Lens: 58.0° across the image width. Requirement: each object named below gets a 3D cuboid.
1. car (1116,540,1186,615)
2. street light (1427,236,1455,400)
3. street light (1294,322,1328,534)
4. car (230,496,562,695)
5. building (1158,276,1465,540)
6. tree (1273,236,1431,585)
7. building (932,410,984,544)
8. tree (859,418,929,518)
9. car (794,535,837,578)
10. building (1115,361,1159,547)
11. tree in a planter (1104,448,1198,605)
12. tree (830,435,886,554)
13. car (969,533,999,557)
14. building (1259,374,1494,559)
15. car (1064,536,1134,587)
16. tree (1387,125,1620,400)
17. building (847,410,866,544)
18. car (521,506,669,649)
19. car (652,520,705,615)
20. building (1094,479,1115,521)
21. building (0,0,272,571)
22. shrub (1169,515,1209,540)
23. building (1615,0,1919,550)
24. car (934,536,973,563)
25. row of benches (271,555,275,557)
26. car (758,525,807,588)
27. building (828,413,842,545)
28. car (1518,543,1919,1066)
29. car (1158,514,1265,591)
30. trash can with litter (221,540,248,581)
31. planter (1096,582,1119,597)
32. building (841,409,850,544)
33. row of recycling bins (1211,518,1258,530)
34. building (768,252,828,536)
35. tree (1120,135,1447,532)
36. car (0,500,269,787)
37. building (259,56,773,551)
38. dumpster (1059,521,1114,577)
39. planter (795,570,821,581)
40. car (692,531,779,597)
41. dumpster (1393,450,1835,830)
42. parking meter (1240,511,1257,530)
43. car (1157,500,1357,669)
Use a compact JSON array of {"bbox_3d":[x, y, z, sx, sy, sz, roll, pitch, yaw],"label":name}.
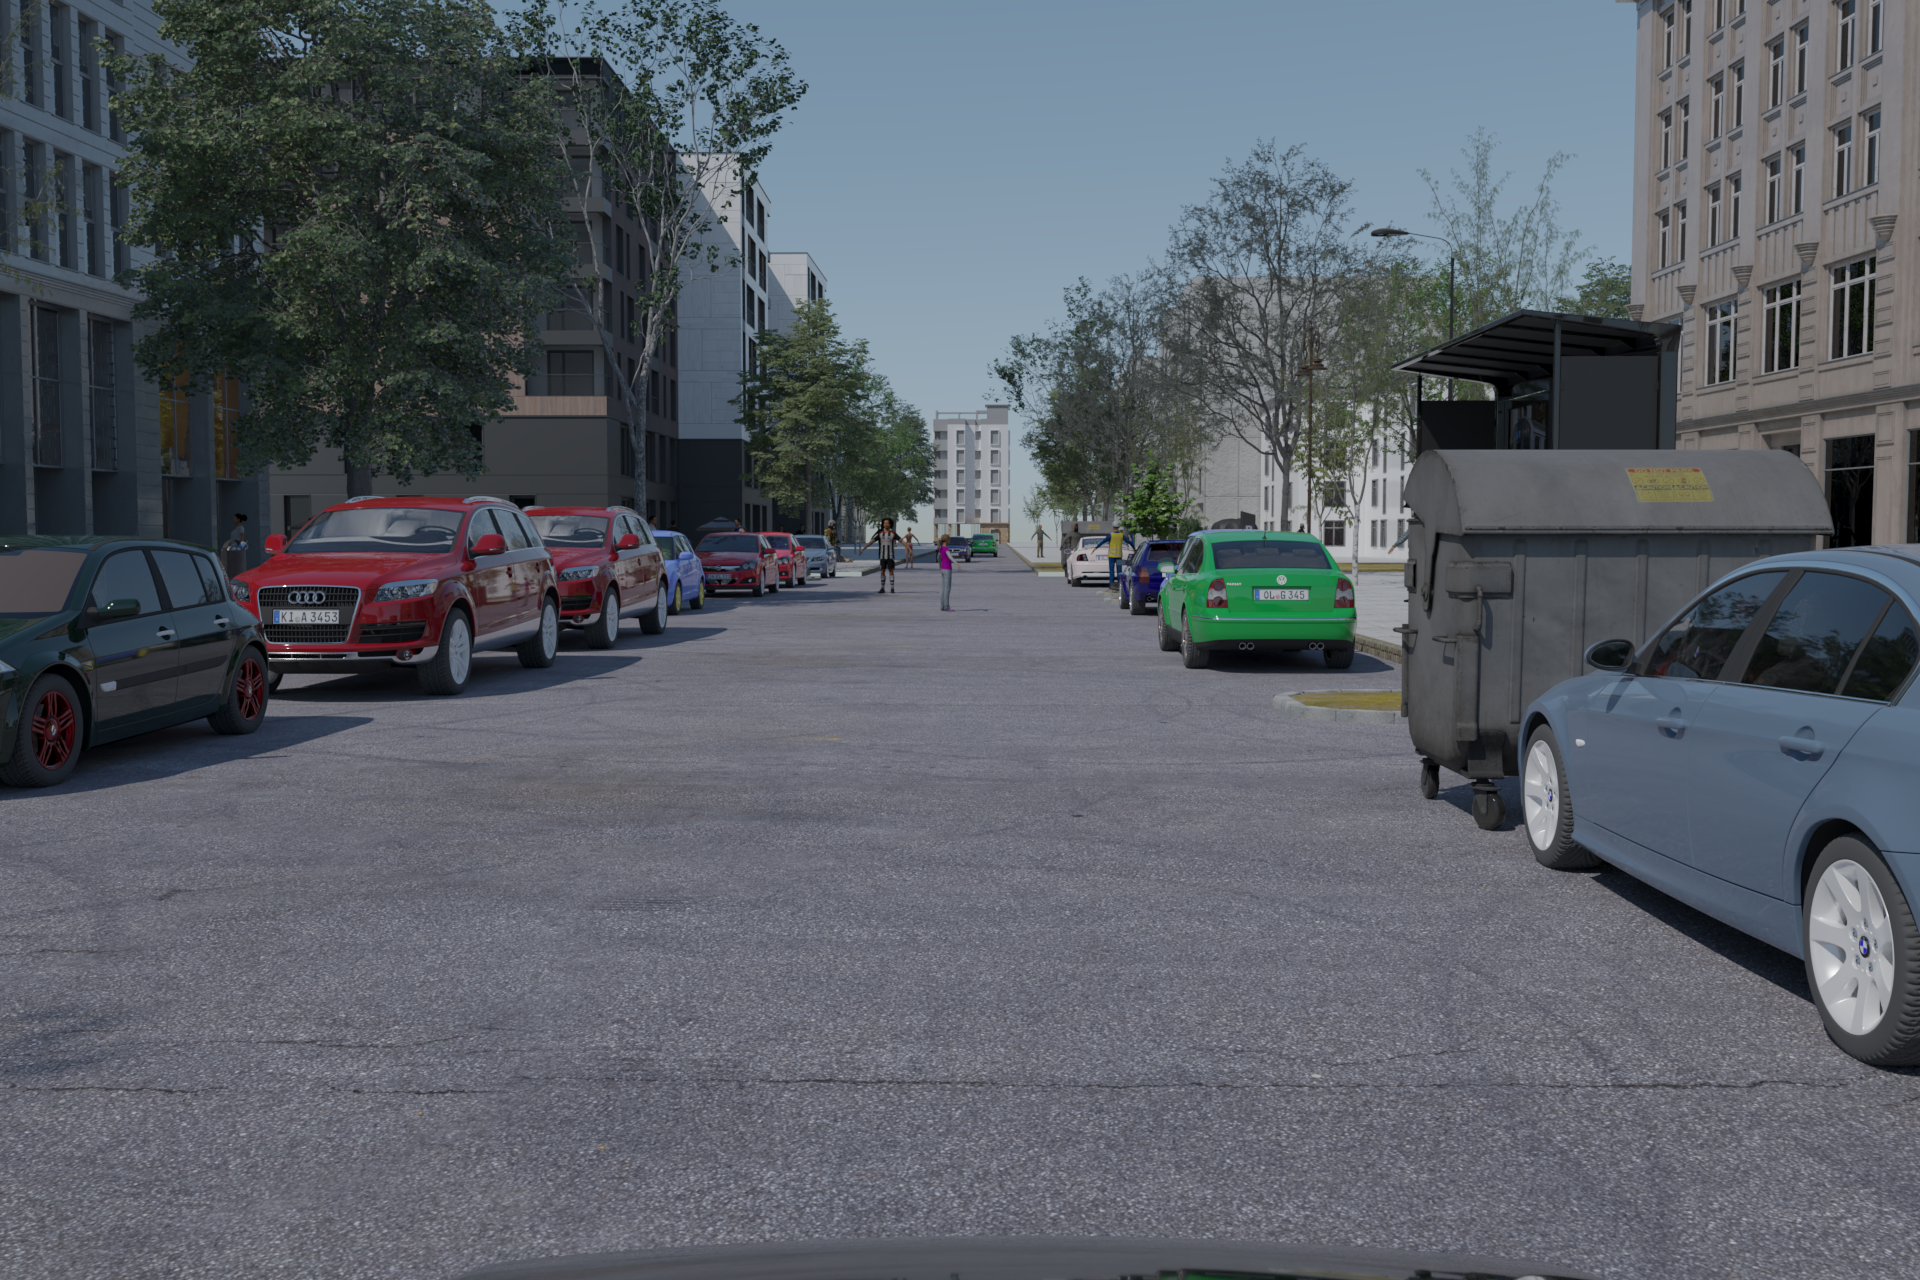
[{"bbox_3d":[3.883,-1.179,31.849,1.945,1.354,3.894,0,4,1],"label":"car"},{"bbox_3d":[8.017,-3.295,26.418,1.470,5.913,1.316,0,4,1],"label":"street light"},{"bbox_3d":[7.669,-3.986,37.963,0.468,5.910,1.993,0,4,1],"label":"street light"},{"bbox_3d":[-5.423,-0.514,17.083,2.281,1.827,5.304,0,4,1],"label":"car"},{"bbox_3d":[24.524,-15.976,127.668,16.747,18.905,31.486,0,4,1],"label":"building"},{"bbox_3d":[9.838,-5.656,42.831,4.360,8.622,3.978,0,3,0],"label":"tree"},{"bbox_3d":[-3.777,-24.358,257.126,11.380,20.090,16.016,1,4,11],"label":"building"},{"bbox_3d":[-6.324,-14.020,154.987,9.928,11.665,9.643,0,3,0],"label":"tree"},{"bbox_3d":[-5.097,-2.778,57.427,2.014,1.417,4.499,0,4,1],"label":"car"},{"bbox_3d":[25.673,-19.289,181.839,16.747,18.905,31.486,0,4,1],"label":"building"},{"bbox_3d":[4.016,-2.374,36.034,1.991,3.239,1.994,0,4,2],"label":"tree in a planter"},{"bbox_3d":[-6.772,-9.850,111.406,4.360,8.622,3.978,0,3,0],"label":"tree"},{"bbox_3d":[1.453,-6.076,108.139,1.959,1.807,4.718,0,4,1],"label":"car"},{"bbox_3d":[23.637,-9.543,98.174,9.099,9.664,28.070,0,4,1],"label":"building"},{"bbox_3d":[3.966,-2.196,48.261,2.083,1.381,4.827,0,4,1],"label":"car"},{"bbox_3d":[10.053,-4.977,31.734,4.360,8.622,3.978,0,3,0],"label":"tree"},{"bbox_3d":[-22.636,-24.453,230.735,19.493,23.208,18.063,0,4,2],"label":"building"},{"bbox_3d":[-5.293,-0.894,23.297,2.281,1.827,5.304,0,4,2],"label":"car"},{"bbox_3d":[-5.781,-1.356,31.769,1.945,1.707,3.694,0,4,1],"label":"car"},{"bbox_3d":[26.277,-23.275,211.476,19.493,23.208,18.063,0,4,1],"label":"building"},{"bbox_3d":[-29.136,-16.260,43.345,11.434,29.767,29.804,0,4,2],"label":"building"},{"bbox_3d":[8.915,-3.873,67.368,1.661,2.075,1.752,0,3,0],"label":"shrub"},{"bbox_3d":[28.279,-14.552,49.954,10.469,25.551,25.511,0,4,1],"label":"building"},{"bbox_3d":[-0.322,-4.592,87.663,1.945,1.354,3.894,0,4,1],"label":"car"},{"bbox_3d":[-27.216,-3.008,64.650,4.104,0.672,1.422,0,4,-8],"label":"row of benches"},{"bbox_3d":[-5.253,-2.339,47.282,2.155,1.783,4.494,0,4,1],"label":"car"},{"bbox_3d":[-22.069,-19.338,182.638,16.747,18.905,31.486,0,4,1],"label":"building"},{"bbox_3d":[3.318,0.371,5.933,2.014,1.417,4.499,0,4,2],"label":"car"},{"bbox_3d":[3.824,-0.916,24.566,1.945,1.707,3.694,0,4,0],"label":"car"},{"bbox_3d":[-9.176,-0.704,22.571,1.678,1.210,2.233,0,4,2],"label":"trash can with litter"},{"bbox_3d":[4.191,-1.172,40.303,1.991,0.319,1.994,0,4,0],"label":"planter"},{"bbox_3d":[-23.684,-23.223,210.628,19.493,23.208,18.063,0,4,0],"label":"building"},{"bbox_3d":[7.229,-2.380,46.032,1.069,1.692,3.534,0,4,1],"label":"row of recycling bins"},{"bbox_3d":[-25.040,-17.129,124.027,27.936,21.610,32.646,0,4,1],"label":"building"},{"bbox_3d":[10.023,-8.741,53.287,12.009,13.543,11.850,0,3,0],"label":"tree"},{"bbox_3d":[-5.951,-0.077,11.044,2.009,1.686,4.222,0,4,1],"label":"car"},{"bbox_3d":[-25.672,-15.101,90.877,27.936,21.610,32.646,0,4,0],"label":"building"},{"bbox_3d":[4.236,-3.000,57.264,1.865,1.857,1.264,0,4,1],"label":"dumpster"},{"bbox_3d":[-5.340,-1.993,53.719,1.991,0.319,1.994,0,4,1],"label":"planter"},{"bbox_3d":[-5.348,-1.942,40.791,2.155,1.783,4.494,0,4,1],"label":"car"},{"bbox_3d":[3.254,-0.038,8.838,1.865,1.857,1.264,0,4,0],"label":"dumpster"},{"bbox_3d":[7.327,-2.342,44.009,0.399,1.863,0.255,0,4,1],"label":"parking meter"},{"bbox_3d":[3.299,-0.673,19.794,1.959,1.807,4.718,0,4,1],"label":"car"}]
